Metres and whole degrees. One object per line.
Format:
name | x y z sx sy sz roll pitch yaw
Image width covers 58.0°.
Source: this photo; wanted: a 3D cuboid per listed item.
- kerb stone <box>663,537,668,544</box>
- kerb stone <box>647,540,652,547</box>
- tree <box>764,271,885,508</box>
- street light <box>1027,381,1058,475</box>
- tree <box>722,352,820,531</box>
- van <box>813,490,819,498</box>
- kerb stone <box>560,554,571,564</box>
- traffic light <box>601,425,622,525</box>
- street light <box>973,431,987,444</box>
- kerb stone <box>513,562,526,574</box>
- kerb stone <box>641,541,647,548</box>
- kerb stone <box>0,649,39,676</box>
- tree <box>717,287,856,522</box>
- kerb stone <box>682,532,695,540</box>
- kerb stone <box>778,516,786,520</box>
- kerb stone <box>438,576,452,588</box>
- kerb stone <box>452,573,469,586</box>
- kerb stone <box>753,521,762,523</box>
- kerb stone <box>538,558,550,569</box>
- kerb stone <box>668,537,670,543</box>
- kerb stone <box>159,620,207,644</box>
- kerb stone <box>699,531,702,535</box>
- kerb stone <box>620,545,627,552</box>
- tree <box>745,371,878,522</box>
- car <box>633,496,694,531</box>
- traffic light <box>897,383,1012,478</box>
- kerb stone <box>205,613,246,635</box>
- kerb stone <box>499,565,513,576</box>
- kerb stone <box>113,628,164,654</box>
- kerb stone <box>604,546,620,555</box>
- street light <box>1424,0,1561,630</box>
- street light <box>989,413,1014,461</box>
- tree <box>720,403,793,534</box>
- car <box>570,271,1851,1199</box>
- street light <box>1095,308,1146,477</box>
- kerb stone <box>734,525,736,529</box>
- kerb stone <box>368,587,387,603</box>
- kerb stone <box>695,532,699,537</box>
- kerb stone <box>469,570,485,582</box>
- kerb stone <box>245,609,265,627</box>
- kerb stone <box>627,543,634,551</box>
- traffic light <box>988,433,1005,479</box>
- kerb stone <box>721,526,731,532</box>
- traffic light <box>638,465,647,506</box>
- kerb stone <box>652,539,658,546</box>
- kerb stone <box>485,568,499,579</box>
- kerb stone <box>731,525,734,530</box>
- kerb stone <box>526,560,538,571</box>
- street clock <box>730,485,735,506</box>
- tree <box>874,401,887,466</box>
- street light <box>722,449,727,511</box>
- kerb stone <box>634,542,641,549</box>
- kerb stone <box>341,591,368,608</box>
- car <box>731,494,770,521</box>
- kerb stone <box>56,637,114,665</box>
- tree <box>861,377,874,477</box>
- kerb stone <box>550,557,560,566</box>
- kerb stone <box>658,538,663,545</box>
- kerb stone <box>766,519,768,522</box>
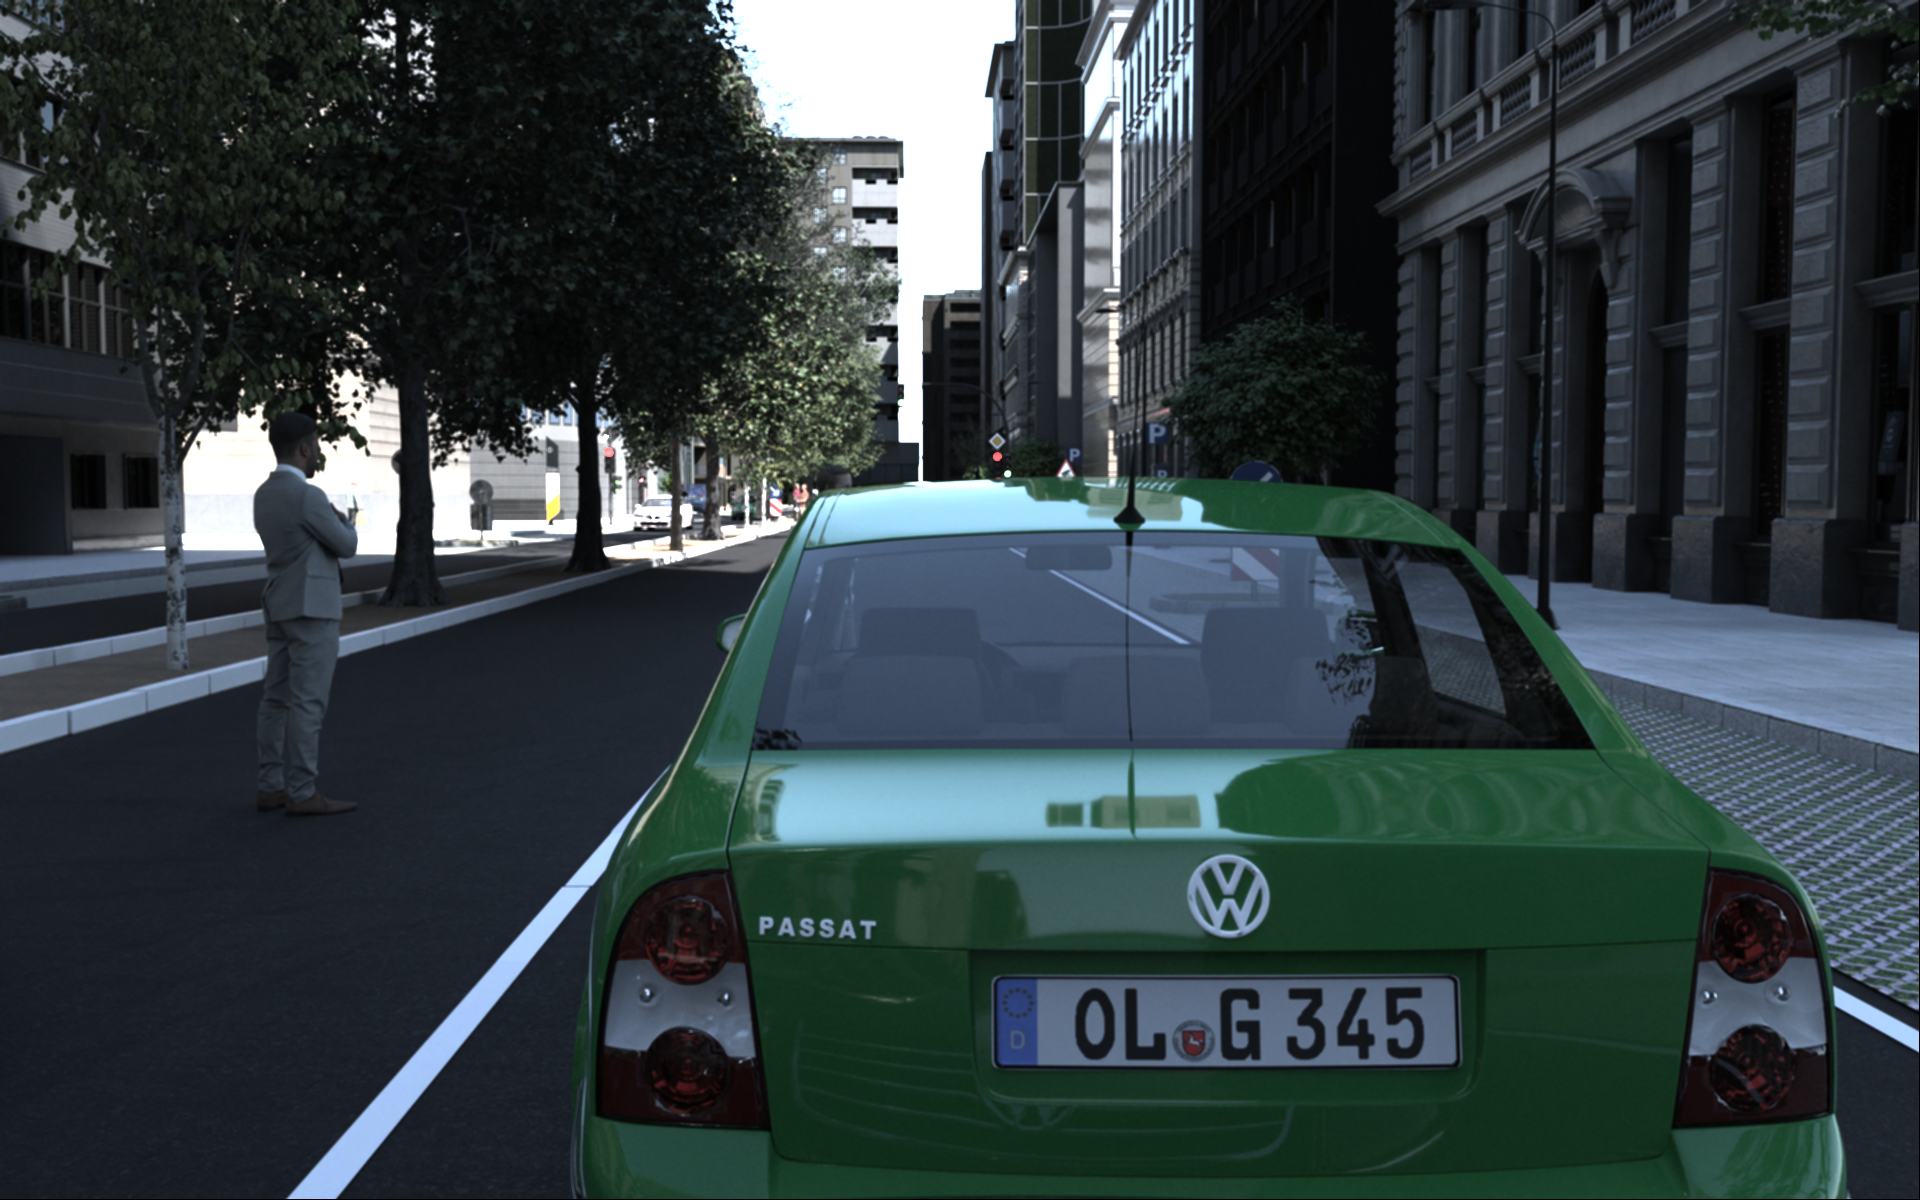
kerb stone | -8.581 -1.680 49.732 0.120 0.150 1.000 0 4 -2
kerb stone | -8.502 -1.497 46.667 0.120 0.150 1.000 0 4 -2
tree | -8.717 -11.608 98.906 9.857 13.997 8.962 0 3 0
street light | 3.444 -6.032 71.169 1.470 5.913 1.316 0 4 -2
tree | -7.629 -6.987 67.052 4.360 8.622 3.978 0 3 0
van | -14.049 -9.501 162.346 2.013 2.044 4.112 0 4 0
kerb stone | -8.162 -0.805 35.386 0.120 0.150 1.000 0 4 -2
traffic light | -14.245 -4.999 70.659 0.839 4.253 0.868 0 4 -2
street light | 1.702 -9.444 126.948 1.470 5.913 1.316 0 4 -2
kerb stone | -8.049 -0.556 31.283 0.120 0.150 1.000 0 4 -2
kerb stone | -8.465 -1.434 45.646 0.120 0.150 1.000 0 4 -2
kerb stone | -7.553 0.511 13.838 0.120 0.150 1.000 0 4 -2
tree | -8.795 -9.811 80.996 7.486 12.596 7.792 0 3 0
kerb stone | -8.757 -2.060 55.883 0.120 0.150 1.000 0 4 -2
kerb stone | -9.924 -4.536 96.367 0.120 0.150 1.000 0 4 -2
kerb stone | -7.901 -0.240 26.142 0.120 0.150 1.000 0 4 -2
kerb stone | -7.933 -0.301 27.179 0.120 0.150 1.000 0 4 -2
kerb stone | -9.481 -3.595 80.981 0.120 0.150 1.000 0 4 -2
kerb stone | -8.109 -0.681 33.338 0.120 0.150 1.000 0 4 -2
kerb stone | -8.612 -1.746 50.755 0.120 0.150 1.000 0 4 -2
kerb stone | -7.645 0.323 16.907 0.120 0.150 1.000 0 4 -2
kerb stone | -8.821 -2.186 57.928 0.120 0.150 1.000 0 4 -2
kerb stone | -8.380 -1.240 42.568 0.120 0.150 1.000 0 4 -2
tree | -8.364 -9.286 88.702 8.767 10.594 7.601 0 4 -2
car | -11.664 -3.423 68.334 2.083 1.381 4.827 0 4 0
traffic light | -0.180 -5.888 70.937 4.771 5.953 1.251 0 4 -2
kerb stone | -7.668 0.261 17.930 0.120 0.150 1.000 0 4 -2
kerb stone | -8.023 -0.489 30.254 0.120 0.150 1.000 0 4 -2
kerb stone | -7.608 0.393 15.886 0.120 0.150 1.000 0 4 -2
kerb stone | -8.350 -1.177 41.547 0.120 0.150 1.000 0 4 -2
street light | 5.014 -2.677 16.309 1.470 5.913 1.316 0 4 -2
street light | 2.536 -7.791 99.924 1.470 5.913 1.316 0 4 -2
tree | -7.515 -6.613 60.941 4.737 8.622 4.395 0 3 0
car | 0.298 0.279 4.236 1.959 1.807 4.718 0 4 0
street light | 4.083 -4.337 43.451 1.470 5.913 1.316 0 4 -2
kerb stone | -9.148 -2.874 69.184 0.120 0.150 1.000 0 4 -2
kerb stone | -7.821 -0.040 23.059 0.120 0.150 1.000 0 4 -2
kerb stone | -8.793 -2.123 56.905 0.120 0.150 1.000 0 4 -2
kerb stone | -7.964 -0.367 28.203 0.120 0.150 1.000 0 4 -2
kerb stone | -7.697 0.199 18.963 0.120 0.150 1.000 0 4 -2
kerb stone | -8.402 -1.305 43.592 0.120 0.150 1.000 0 4 -2
traffic light | 1.679 -5.517 79.120 0.839 4.253 0.868 0 4 -2
kerb stone | -9.083 -2.748 67.138 0.120 0.150 1.000 0 4 -2
traffic light | -12.386 -6.365 78.736 4.771 5.953 1.251 0 4 -2
kerb stone | -8.529 -1.557 47.689 0.120 0.150 1.000 0 4 -2
kerb stone | -7.997 -0.430 29.233 0.120 0.150 1.000 0 4 -2
kerb stone | -9.109 -2.811 68.159 0.120 0.150 1.000 0 4 -2
kerb stone | -8.089 -0.619 32.316 0.120 0.150 1.000 0 4 -2
street clock | -18.050 -8.136 137.598 0.471 2.002 0.358 0 4 -2
tree | -9.444 -11.577 108.743 9.611 12.733 9.660 0 3 0
street light | -17.558 -9.823 133.140 1.470 5.913 1.316 0 4 -2
kerb stone | -8.433 -1.371 44.621 0.120 0.150 1.000 0 4 -2
kerb stone | -7.783 0.010 22.034 0.120 0.150 1.000 0 4 -2
car | -11.372 -5.071 94.715 2.131 1.459 4.920 0 4 0
kerb stone | -7.576 0.453 14.863 0.120 0.150 1.000 0 4 -2
tree | -7.698 -8.200 53.528 9.611 12.733 9.660 0 3 0
kerb stone | -8.140 -0.740 34.364 0.120 0.150 1.000 0 4 -2
kerb stone | -8.562 -1.622 48.710 0.120 0.150 1.000 0 4 -2
kerb stone | -9.566 -3.779 84.060 0.120 0.150 1.000 0 4 -2
